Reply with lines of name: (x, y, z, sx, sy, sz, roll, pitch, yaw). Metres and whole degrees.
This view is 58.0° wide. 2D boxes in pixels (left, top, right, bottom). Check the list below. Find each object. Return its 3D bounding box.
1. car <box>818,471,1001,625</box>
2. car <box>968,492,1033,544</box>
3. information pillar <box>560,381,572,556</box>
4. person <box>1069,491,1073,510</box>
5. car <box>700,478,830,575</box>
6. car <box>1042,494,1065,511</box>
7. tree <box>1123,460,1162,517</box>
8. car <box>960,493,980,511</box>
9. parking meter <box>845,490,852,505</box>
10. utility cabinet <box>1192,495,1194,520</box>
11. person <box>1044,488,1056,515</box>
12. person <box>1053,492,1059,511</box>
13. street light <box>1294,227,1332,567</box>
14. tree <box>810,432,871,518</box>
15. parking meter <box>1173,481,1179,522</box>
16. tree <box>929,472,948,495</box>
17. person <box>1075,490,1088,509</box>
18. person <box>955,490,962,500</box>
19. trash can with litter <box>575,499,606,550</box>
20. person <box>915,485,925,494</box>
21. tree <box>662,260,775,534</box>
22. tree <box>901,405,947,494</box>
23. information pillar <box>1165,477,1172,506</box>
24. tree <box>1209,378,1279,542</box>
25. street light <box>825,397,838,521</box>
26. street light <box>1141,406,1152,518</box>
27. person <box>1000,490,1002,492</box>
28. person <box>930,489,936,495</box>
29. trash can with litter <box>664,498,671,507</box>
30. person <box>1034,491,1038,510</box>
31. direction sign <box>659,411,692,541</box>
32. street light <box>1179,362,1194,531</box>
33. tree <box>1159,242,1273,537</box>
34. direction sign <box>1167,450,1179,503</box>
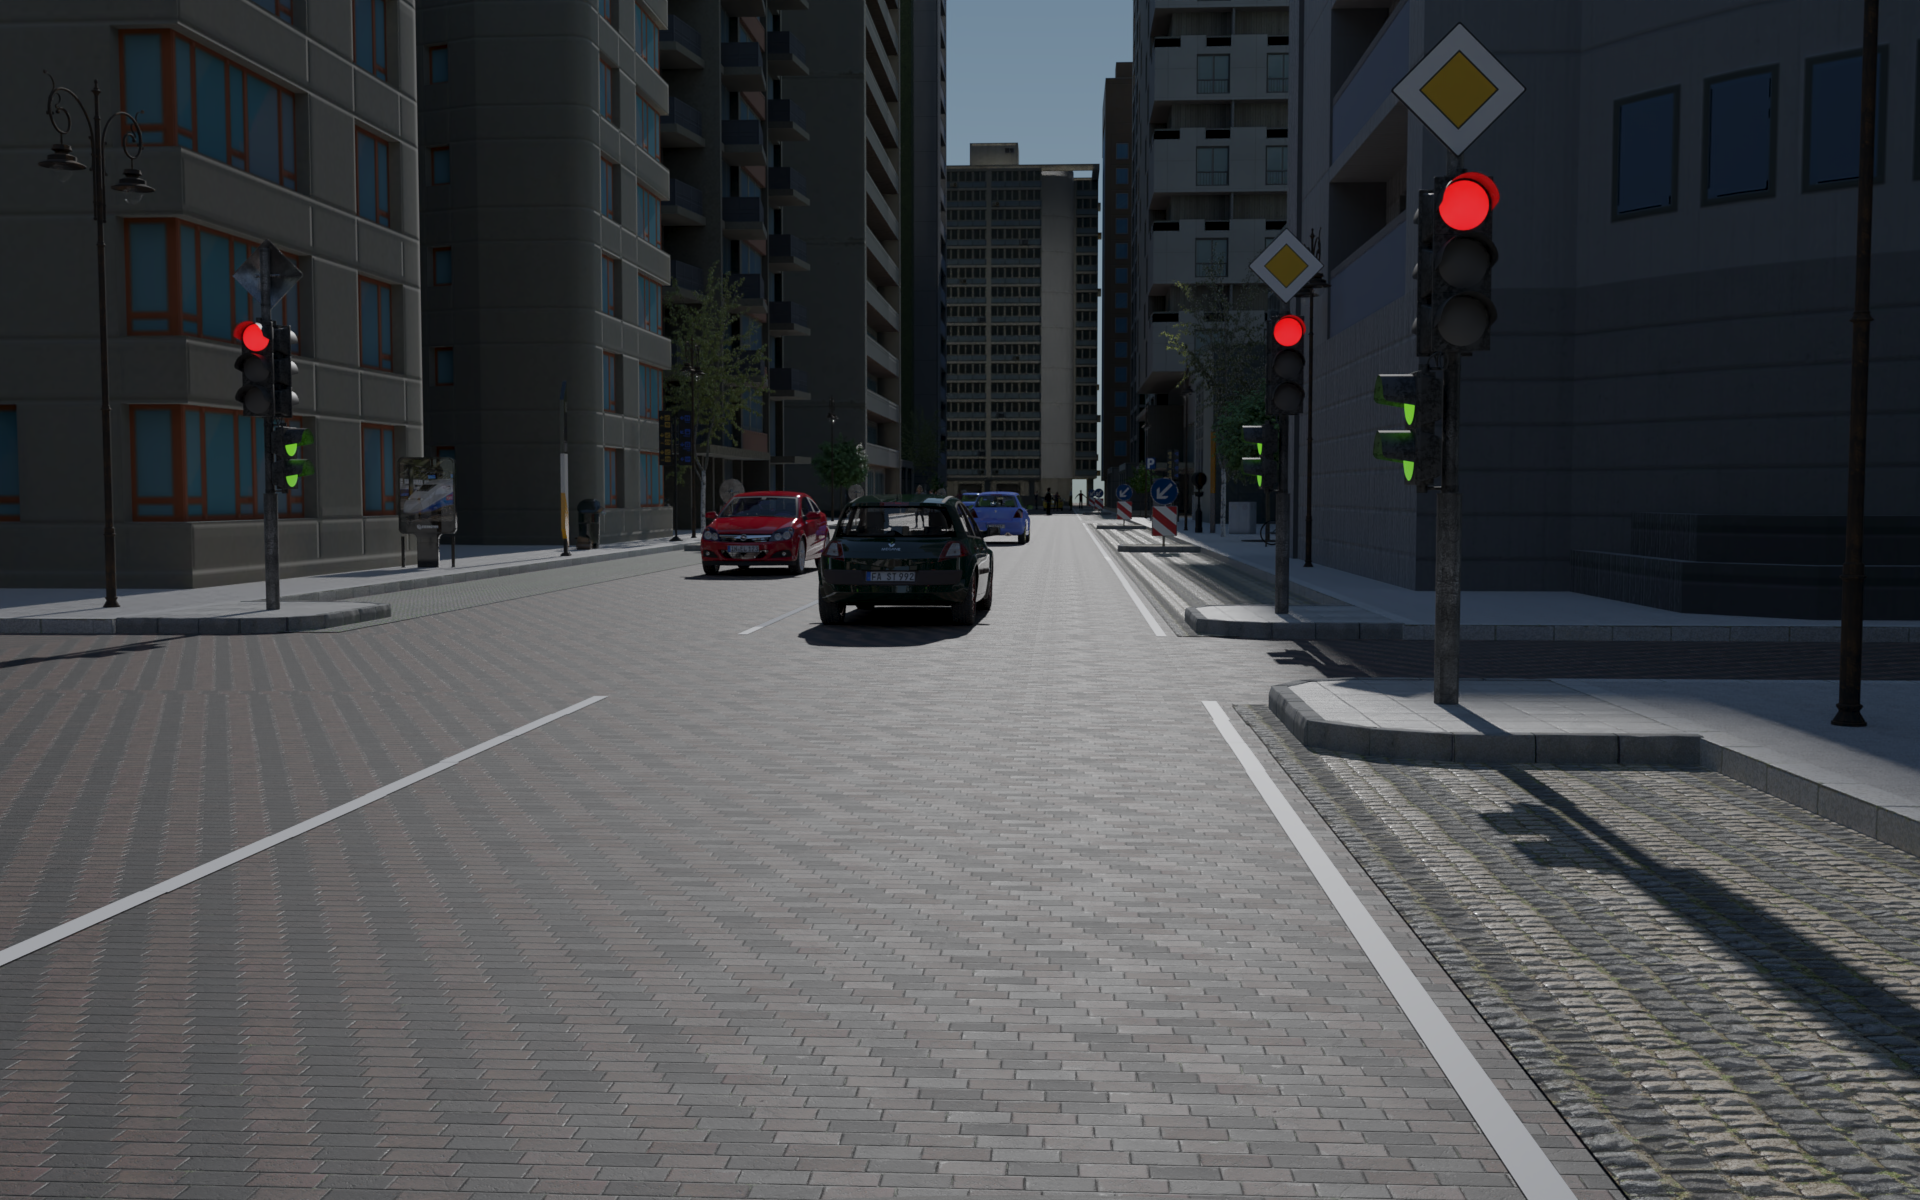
car: (-0.560, -0.645, 20.338, 2.009, 1.686, 4.222, 0, 4, 5)
car: (1.171, -2.532, 50.981, 1.945, 1.707, 3.694, 0, 4, 5)
information pillar: (-8.162, -2.714, 35.723, 0.183, 3.616, 0.504, 0, 4, -5)
person: (9.630, -8.712, 151.668, 0.721, 1.736, 1.217, 1, 4, 9)
car: (-3.569, -1.416, 32.188, 2.155, 1.783, 4.494, 0, 4, 5)
car: (7.999, -8.449, 148.363, 2.015, 1.641, 3.980, 0, 4, 3)
tree: (10.447, -6.399, 99.225, 1.663, 3.219, 1.824, 0, 3, 0)
car: (0.727, -6.041, 108.366, 1.945, 1.707, 3.694, 0, 4, 2)
parking meter: (-6.076, -5.276, 94.669, 0.372, 1.533, 0.369, 0, 3, 0)
utility cabinet: (11.765, -4.581, 86.058, 0.306, 1.237, 1.020, 1, 4, 18)
person: (6.016, -6.651, 116.878, 0.705, 1.869, 1.348, -2, 4, -28)
person: (8.040, -8.245, 144.780, 0.415, 1.643, 0.593, 3, 5, 45)
street light: (6.127, -3.517, 30.283, 0.468, 5.910, 1.993, 0, 4, 3)
tree: (-6.319, -6.626, 92.054, 4.285, 4.588, 4.351, 0, 3, 0)
parking meter: (9.959, -4.535, 79.858, 0.255, 1.863, 0.399, 0, 4, -2)
tree: (-2.090, -9.348, 147.442, 1.663, 3.219, 1.824, 0, 3, 0)
person: (11.599, -9.634, 165.983, 1.348, 1.831, 0.705, -1, 4, -16)
person: (0.016, -8.139, 142.298, 1.217, 1.743, 0.721, 0, 4, -2)
trash can with litter: (-8.609, -1.765, 40.250, 0.624, 1.170, 1.055, 0, 4, -4)
person: (-1.649, -3.988, 73.887, 0.709, 1.800, 0.728, 2, 4, 24)
tree: (-8.157, -6.433, 55.536, 4.737, 8.622, 4.395, 0, 3, 0)
tree: (-2.928, -11.759, 142.625, 4.737, 8.622, 4.395, 0, 3, 0)
information pillar: (8.992, -4.297, 74.740, 0.304, 2.012, 0.304, 1, 4, 10)
tree: (8.429, -3.858, 46.788, 4.285, 4.588, 4.351, 0, 3, 0)
street light: (-5.967, -6.612, 80.894, 0.468, 5.910, 1.993, 0, 4, 3)
street light: (9.819, -7.250, 91.322, 0.468, 5.910, 1.993, 0, 4, 3)
person: (3.163, -7.757, 136.041, 1.217, 1.735, 0.721, -1, 4, -12)
person: (-1.786, -6.203, 110.726, 0.445, 1.727, 0.742, 1, 4, 19)
trash can with litter: (-9.304, -2.527, 52.706, 1.055, 1.170, 0.624, -1, 4, -11)
person: (6.928, -9.162, 159.100, 0.445, 1.727, 0.742, -3, 4, -36)
direction sign: (-7.748, -3.375, 47.178, 0.876, 3.537, 0.379, -1, 4, -13)
street light: (7.961, -5.387, 60.866, 0.468, 5.910, 1.993, 0, 4, 3)
tree: (8.109, -6.189, 51.547, 4.360, 8.622, 3.978, 0, 3, 0)
direction sign: (10.844, -5.891, 88.312, 0.876, 3.537, 0.379, -3, 5, -42)
